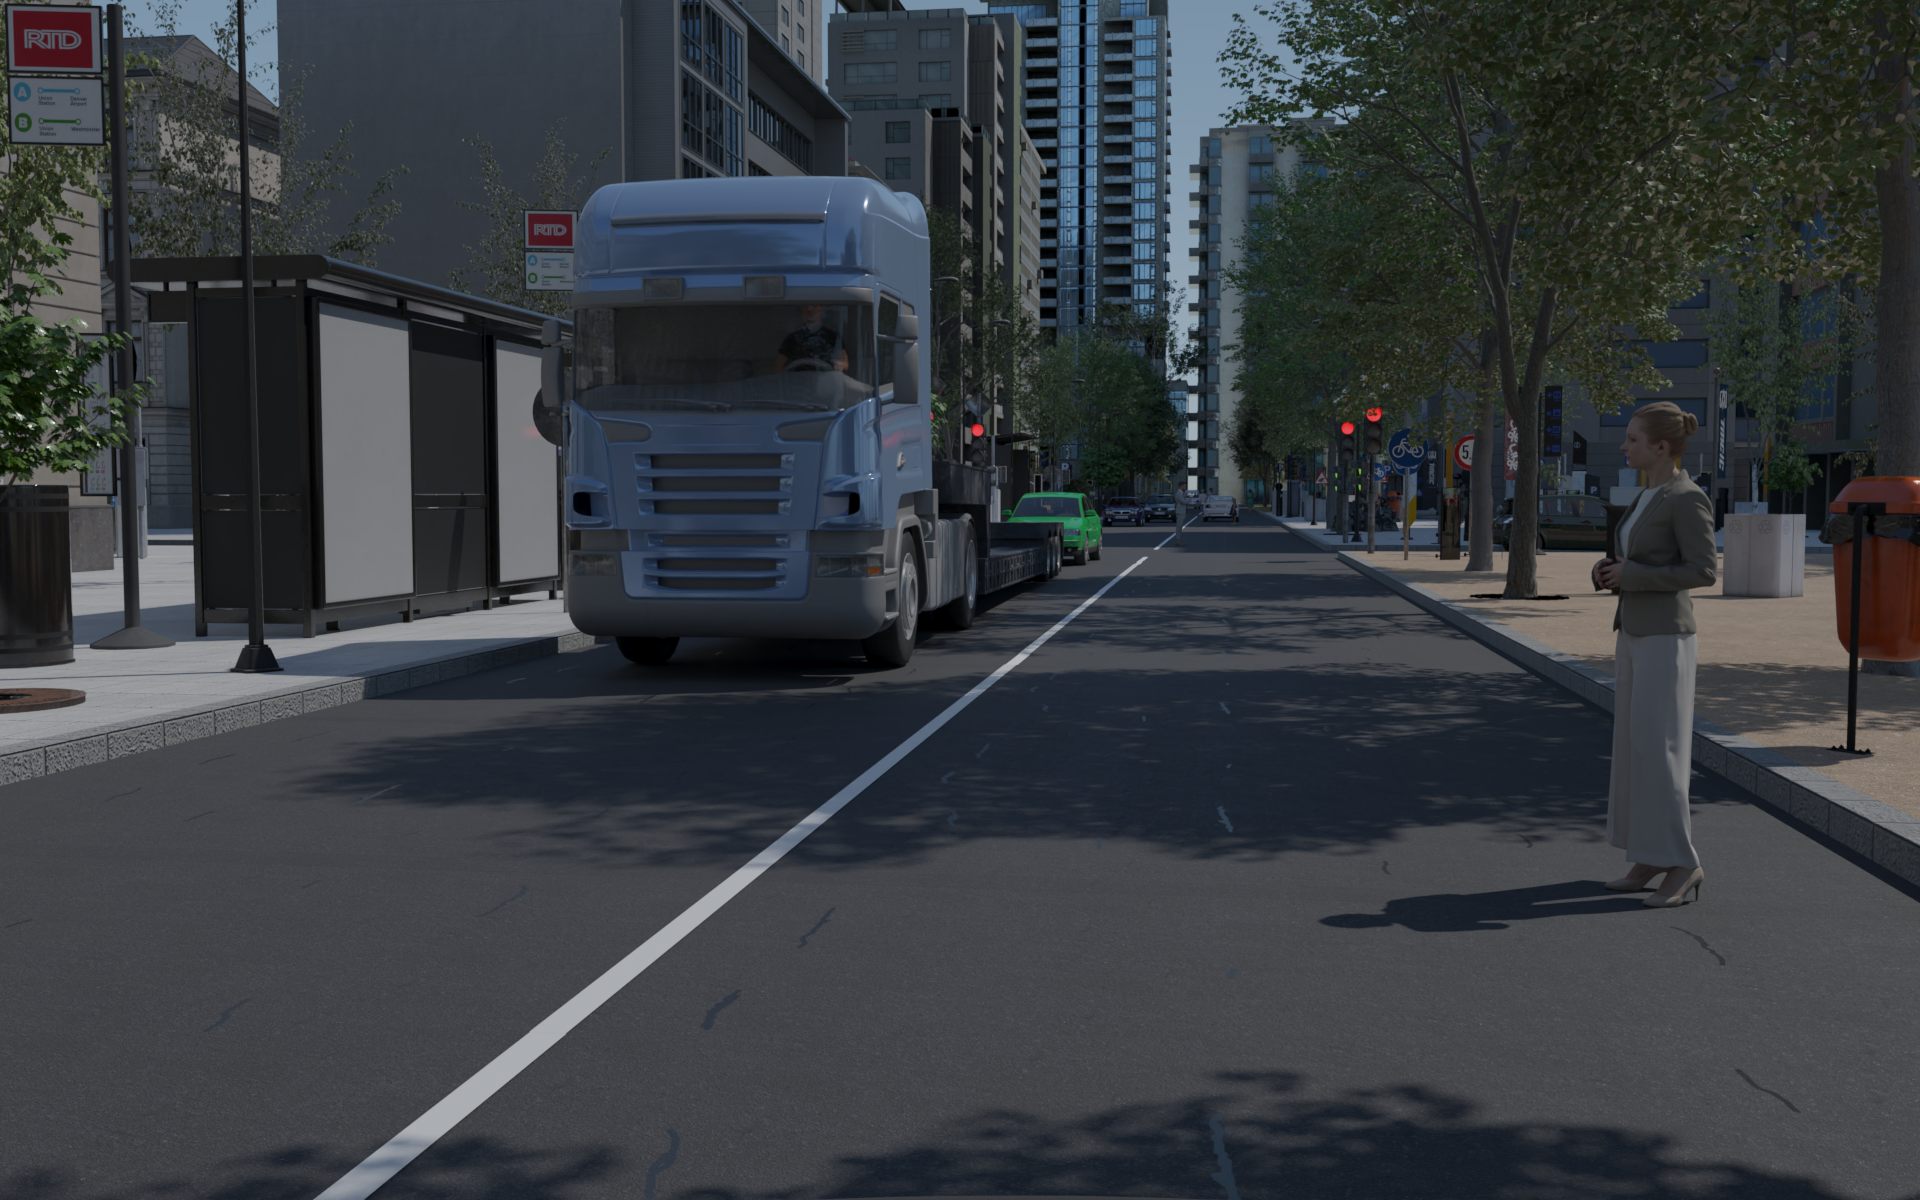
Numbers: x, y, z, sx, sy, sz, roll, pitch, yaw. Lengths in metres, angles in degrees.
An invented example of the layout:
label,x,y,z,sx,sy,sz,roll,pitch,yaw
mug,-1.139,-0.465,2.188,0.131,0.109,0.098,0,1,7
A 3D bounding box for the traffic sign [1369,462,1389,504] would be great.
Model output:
label,x,y,z,sx,sy,sz,roll,pitch,yaw
traffic sign,17.064,-4.332,70.839,0.884,2.594,0.081,1,4,13

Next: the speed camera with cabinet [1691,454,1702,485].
label,x,y,z,sx,sy,sz,roll,pitch,yaw
speed camera with cabinet,35.715,-5.567,85.357,2.038,3.252,0.660,3,4,38

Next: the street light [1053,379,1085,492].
label,x,y,z,sx,sy,sz,roll,pitch,yaw
street light,4.359,-5.985,70.401,1.470,5.913,1.316,1,4,9

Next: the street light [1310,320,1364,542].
label,x,y,z,sx,sy,sz,roll,pitch,yaw
street light,10.070,-4.505,46.203,1.470,5.913,1.316,1,4,9

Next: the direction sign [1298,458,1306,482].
label,x,y,z,sx,sy,sz,roll,pitch,yaw
direction sign,21.249,-7.132,108.606,0.876,3.537,0.379,2,4,27

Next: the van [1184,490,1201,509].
label,x,y,z,sx,sy,sz,roll,pitch,yaw
van,22.131,-9.678,165.246,2.013,2.044,4.112,0,4,7

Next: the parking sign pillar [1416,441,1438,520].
label,x,y,z,sx,sy,sz,roll,pitch,yaw
parking sign pillar,23.631,-6.068,87.690,1.447,3.967,1.447,-3,5,-42

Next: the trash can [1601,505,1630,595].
label,x,y,z,sx,sy,sz,roll,pitch,yaw
trash can,8.574,-0.641,22.128,0.748,1.137,0.748,0,3,0

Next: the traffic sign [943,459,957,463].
label,x,y,z,sx,sy,sz,roll,pitch,yaw
traffic sign,-0.403,-3.793,62.122,0.768,2.556,0.104,1,4,14

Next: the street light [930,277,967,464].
label,x,y,z,sx,sy,sz,roll,pitch,yaw
street light,-0.725,-3.960,37.279,1.470,5.913,1.316,1,4,9

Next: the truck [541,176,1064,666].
label,x,y,z,sx,sy,sz,roll,pitch,yaw
truck,-0.643,-1.937,21.432,2.967,4.110,18.799,0,4,8

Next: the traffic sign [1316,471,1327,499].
label,x,y,z,sx,sy,sz,roll,pitch,yaw
traffic sign,19.810,-5.803,94.876,0.884,2.594,0.081,1,4,17

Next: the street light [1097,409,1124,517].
label,x,y,z,sx,sy,sz,roll,pitch,yaw
street light,8.148,-7.483,94.882,1.470,5.913,1.316,1,4,9

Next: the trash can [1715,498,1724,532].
label,x,y,z,sx,sy,sz,roll,pitch,yaw
trash can,25.372,-2.864,58.472,0.748,1.137,0.748,0,3,0

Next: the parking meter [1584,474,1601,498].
label,x,y,z,sx,sy,sz,roll,pitch,yaw
parking meter,18.271,-2.712,50.059,0.399,1.863,0.255,0,4,-1

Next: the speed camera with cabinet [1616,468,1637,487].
label,x,y,z,sx,sy,sz,roll,pitch,yaw
speed camera with cabinet,23.770,-4.128,61.826,0.660,3.252,2.038,1,4,20

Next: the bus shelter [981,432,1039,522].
label,x,y,z,sx,sy,sz,roll,pitch,yaw
bus shelter,1.963,-4.761,69.130,1.731,3.624,6.357,1,4,9

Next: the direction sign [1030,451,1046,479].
label,x,y,z,sx,sy,sz,roll,pitch,yaw
direction sign,4.028,-6.008,90.225,0.876,3.537,0.379,-1,4,-10

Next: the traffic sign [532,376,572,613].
label,x,y,z,sx,sy,sz,roll,pitch,yaw
traffic sign,-4.254,-1.136,18.673,0.768,2.556,0.104,1,4,11

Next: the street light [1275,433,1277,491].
label,x,y,z,sx,sy,sz,roll,pitch,yaw
street light,17.661,-7.508,95.296,1.470,5.913,1.316,1,4,9

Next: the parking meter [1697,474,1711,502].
label,x,y,z,sx,sy,sz,roll,pitch,yaw
parking meter,21.071,-2.656,49.143,0.399,1.863,0.255,1,4,20

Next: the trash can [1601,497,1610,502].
label,x,y,z,sx,sy,sz,roll,pitch,yaw
trash can,29.213,-4.051,77.884,0.748,1.137,0.748,0,3,0

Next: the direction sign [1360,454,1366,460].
label,x,y,z,sx,sy,sz,roll,pitch,yaw
direction sign,22.753,-6.500,98.274,0.379,3.537,0.876,-1,4,-22

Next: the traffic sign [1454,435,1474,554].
label,x,y,z,sx,sy,sz,roll,pitch,yaw
traffic sign,10.982,-2.268,37.180,0.768,2.556,0.104,1,4,18

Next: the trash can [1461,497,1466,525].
label,x,y,z,sx,sy,sz,roll,pitch,yaw
trash can,20.867,-3.739,72.782,0.748,1.137,0.748,0,3,0

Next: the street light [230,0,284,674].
label,x,y,z,sx,sy,sz,roll,pitch,yaw
street light,-4.555,-2.430,12.271,1.470,5.913,1.316,1,4,9

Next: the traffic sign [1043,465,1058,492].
label,x,y,z,sx,sy,sz,roll,pitch,yaw
traffic sign,4.048,-4.682,76.658,0.768,2.556,0.104,1,4,15

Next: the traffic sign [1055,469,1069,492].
label,x,y,z,sx,sy,sz,roll,pitch,yaw
traffic sign,4.239,-4.268,71.918,0.606,2.300,0.079,1,4,9

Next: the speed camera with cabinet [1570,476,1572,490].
label,x,y,z,sx,sy,sz,roll,pitch,yaw
speed camera with cabinet,30.294,-5.550,85.071,2.038,3.252,0.660,0,4,-3

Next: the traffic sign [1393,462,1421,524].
label,x,y,z,sx,sy,sz,roll,pitch,yaw
traffic sign,12.368,-2.929,47.989,0.768,2.556,0.104,1,4,16

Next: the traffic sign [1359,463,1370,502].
label,x,y,z,sx,sy,sz,roll,pitch,yaw
traffic sign,16.815,-4.361,71.405,0.768,2.556,0.104,1,4,17

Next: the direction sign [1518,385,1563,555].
label,x,y,z,sx,sy,sz,roll,pitch,yaw
direction sign,12.140,-2.711,36.329,0.876,3.537,0.379,1,4,19

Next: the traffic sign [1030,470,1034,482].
label,x,y,z,sx,sy,sz,roll,pitch,yaw
traffic sign,3.471,-5.427,88.838,0.768,2.556,0.104,1,4,17

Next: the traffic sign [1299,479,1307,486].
label,x,y,z,sx,sy,sz,roll,pitch,yaw
traffic sign,21.669,-6.754,110.427,0.884,2.594,0.081,1,4,15

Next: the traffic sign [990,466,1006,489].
label,x,y,z,sx,sy,sz,roll,pitch,yaw
traffic sign,1.390,-3.758,63.565,0.606,2.300,0.079,1,4,17

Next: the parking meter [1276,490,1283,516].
label,x,y,z,sx,sy,sz,roll,pitch,yaw
parking meter,18.358,-5.574,99.543,0.372,1.533,0.369,0,3,0

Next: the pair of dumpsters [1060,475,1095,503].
label,x,y,z,sx,sy,sz,roll,pitch,yaw
pair of dumpsters,5.833,-5.129,86.345,1.574,2.255,4.437,1,4,9

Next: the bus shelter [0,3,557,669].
label,x,y,z,sx,sy,sz,roll,pitch,yaw
bus shelter,-6.328,-2.395,16.788,2.179,5.291,8.768,1,4,9

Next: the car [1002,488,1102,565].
label,x,y,z,sx,sy,sz,roll,pitch,yaw
car,1.940,-1.681,36.276,1.959,1.807,4.718,1,4,10

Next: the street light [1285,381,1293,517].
label,x,y,z,sx,sy,sz,roll,pitch,yaw
street light,13.946,-6.007,70.755,1.470,5.913,1.316,1,4,9

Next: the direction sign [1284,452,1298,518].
label,x,y,z,sx,sy,sz,roll,pitch,yaw
direction sign,17.758,-6.217,93.649,0.379,3.537,0.876,-1,4,-17

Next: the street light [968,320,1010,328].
label,x,y,z,sx,sy,sz,roll,pitch,yaw
street light,0.636,-4.515,46.358,1.470,5.913,1.316,1,4,9

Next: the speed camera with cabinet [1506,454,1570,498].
label,x,y,z,sx,sy,sz,roll,pitch,yaw
speed camera with cabinet,21.208,-4.249,63.808,2.038,3.252,0.660,1,4,10

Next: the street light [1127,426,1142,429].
label,x,y,z,sx,sy,sz,roll,pitch,yaw
street light,11.766,-8.954,118.941,1.470,5.913,1.316,1,4,9

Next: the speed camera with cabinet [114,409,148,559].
label,x,y,z,sx,sy,sz,roll,pitch,yaw
speed camera with cabinet,-16.635,-2.468,34.693,0.660,3.252,2.038,-2,4,-26

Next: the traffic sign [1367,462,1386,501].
label,x,y,z,sx,sy,sz,roll,pitch,yaw
traffic sign,16.770,-4.267,69.870,0.768,2.556,0.104,1,4,10

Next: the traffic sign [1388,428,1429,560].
label,x,y,z,sx,sy,sz,roll,pitch,yaw
traffic sign,8.655,-2.044,33.526,0.768,2.556,0.104,1,4,10

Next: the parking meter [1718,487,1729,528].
label,x,y,z,sx,sy,sz,roll,pitch,yaw
parking meter,29.323,-3.557,66.567,0.372,1.533,0.369,0,3,0

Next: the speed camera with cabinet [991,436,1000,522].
label,x,y,z,sx,sy,sz,roll,pitch,yaw
speed camera with cabinet,1.007,-3.974,59.306,0.660,3.252,2.038,0,4,6

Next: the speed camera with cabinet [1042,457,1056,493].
label,x,y,z,sx,sy,sz,roll,pitch,yaw
speed camera with cabinet,4.117,-6.024,92.833,2.038,3.252,0.660,2,4,30
